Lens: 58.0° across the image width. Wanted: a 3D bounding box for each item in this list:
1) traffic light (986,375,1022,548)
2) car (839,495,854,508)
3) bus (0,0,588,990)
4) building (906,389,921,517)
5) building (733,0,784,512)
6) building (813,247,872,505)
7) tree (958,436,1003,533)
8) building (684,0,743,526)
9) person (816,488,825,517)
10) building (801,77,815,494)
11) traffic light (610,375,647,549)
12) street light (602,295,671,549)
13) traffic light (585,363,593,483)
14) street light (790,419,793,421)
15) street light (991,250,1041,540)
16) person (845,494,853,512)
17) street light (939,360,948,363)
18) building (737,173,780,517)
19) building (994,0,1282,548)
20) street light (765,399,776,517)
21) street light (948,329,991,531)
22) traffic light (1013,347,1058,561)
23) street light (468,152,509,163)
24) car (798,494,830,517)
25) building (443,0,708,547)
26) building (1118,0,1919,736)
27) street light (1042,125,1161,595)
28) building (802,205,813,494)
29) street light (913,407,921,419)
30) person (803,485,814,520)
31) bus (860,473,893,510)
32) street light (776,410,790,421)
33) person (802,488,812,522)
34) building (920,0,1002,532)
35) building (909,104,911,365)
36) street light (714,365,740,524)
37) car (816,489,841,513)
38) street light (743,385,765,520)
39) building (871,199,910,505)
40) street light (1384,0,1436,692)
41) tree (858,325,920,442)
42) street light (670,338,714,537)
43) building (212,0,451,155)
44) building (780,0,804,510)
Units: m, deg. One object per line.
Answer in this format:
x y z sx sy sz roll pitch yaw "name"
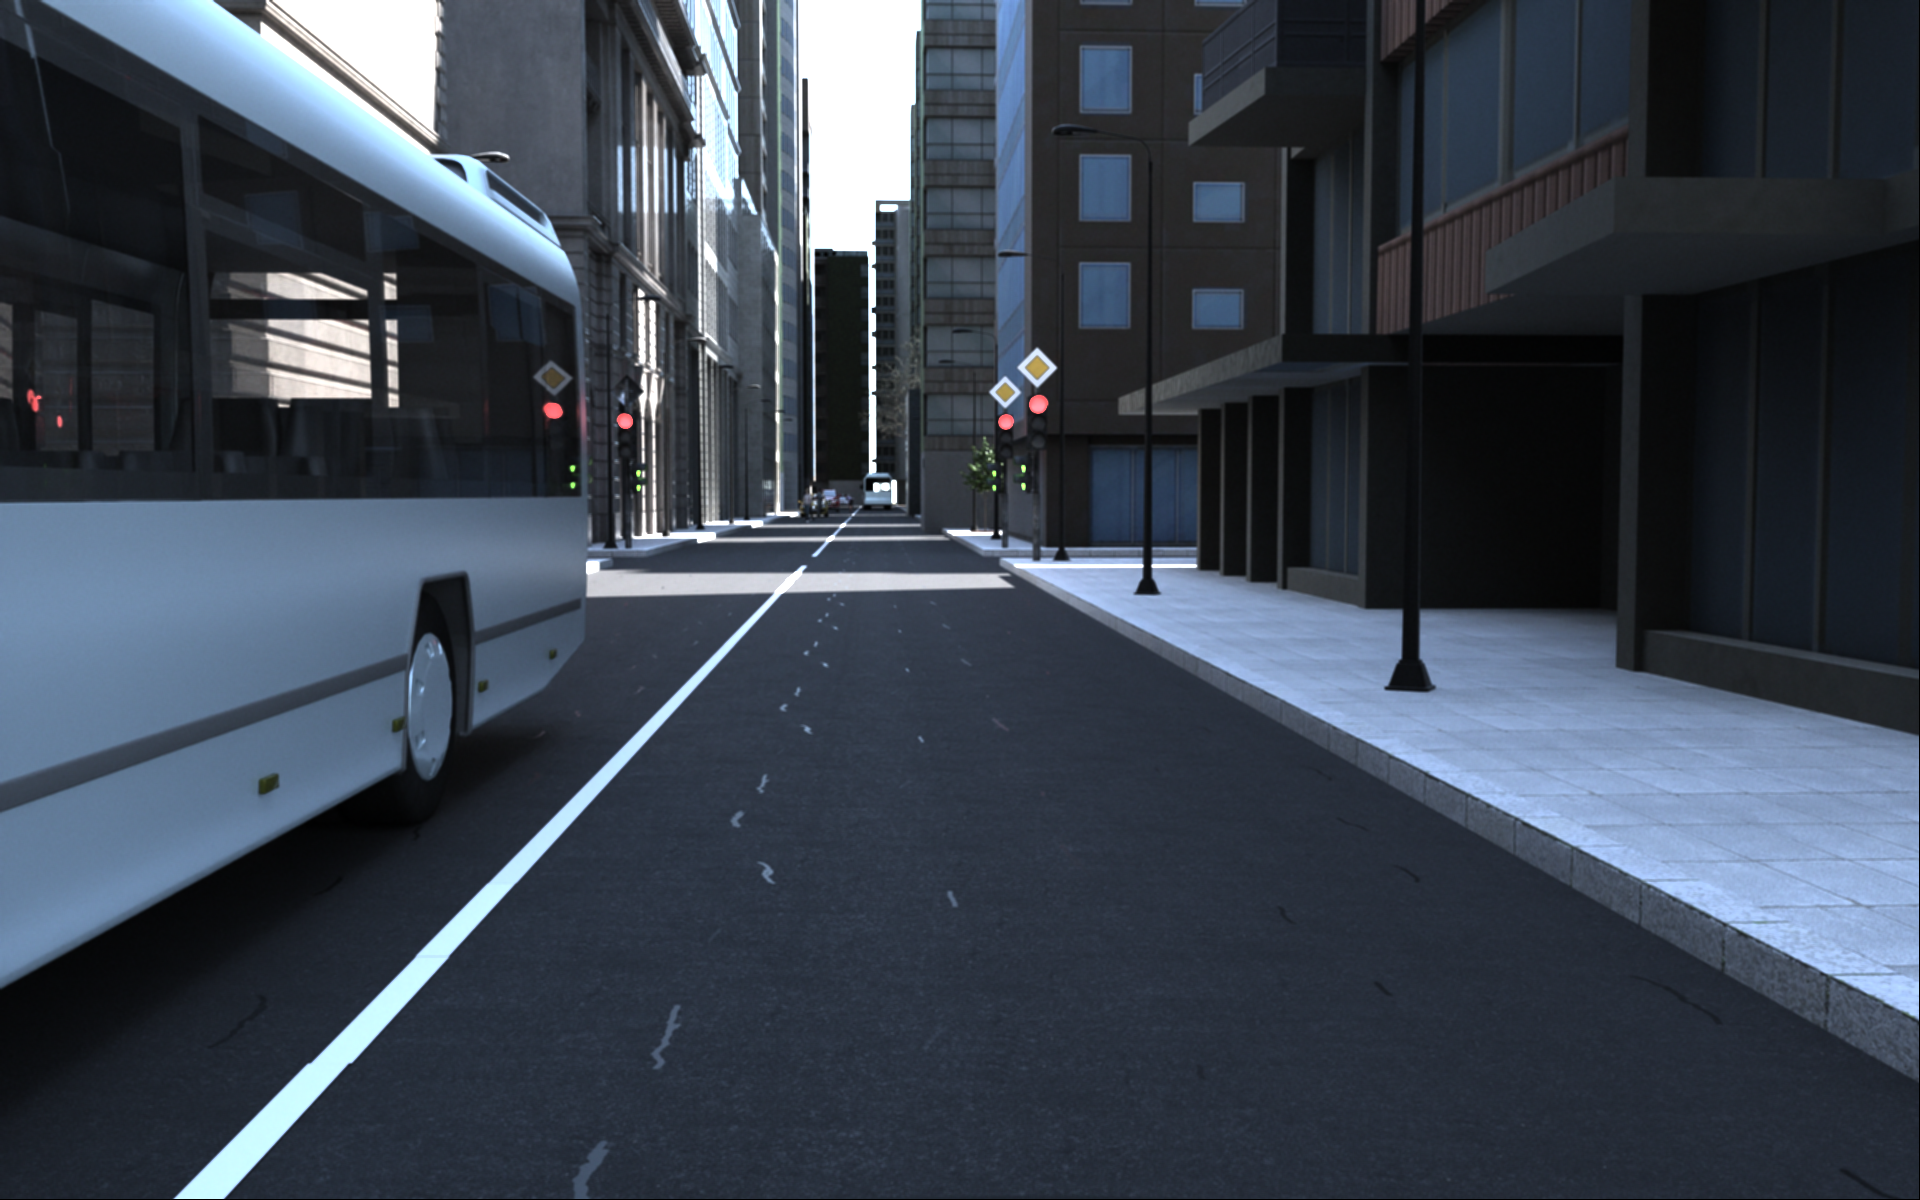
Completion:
1.052 -3.196 41.176 0.839 4.253 0.868 0 4 -3 "traffic light"
-12.040 -10.241 179.801 2.083 1.381 4.827 0 4 -3 "car"
-3.420 -0.577 4.302 2.948 3.499 13.247 0 4 -2 "bus"
8.261 -48.122 99.472 22.319 86.520 31.000 0 4 -3 "building"
-19.933 -26.812 121.971 14.154 41.232 14.086 0 4 -3 "building"
-17.594 -26.551 205.805 14.107 30.474 14.160 0 4 -3 "building"
0.717 -3.851 57.566 1.663 3.219 1.824 0 3 0 "tree"
-16.672 -18.437 78.930 11.434 29.767 29.804 0 4 -3 "building"
-8.540 -5.960 106.123 0.466 1.800 0.511 1 4 10 "person"
-22.752 -32.600 183.122 14.200 45.320 14.600 0 4 -3 "building"
-7.798 -3.168 40.717 0.839 4.253 0.868 0 4 -3 "traffic light"
-7.686 -4.163 40.613 1.470 5.913 1.316 0 4 -3 "street light"
-7.397 -2.680 32.742 0.839 4.253 0.868 0 4 -3 "traffic light"
-11.010 -8.221 106.954 1.470 5.913 1.316 0 4 -3 "street light"
1.418 -3.709 33.186 1.470 5.913 1.316 0 4 -3 "street light"
-8.749 -7.625 136.398 0.697 1.427 0.421 0 4 -2 "person"
-0.036 -5.346 59.952 1.470 5.913 1.316 0 4 -3 "street light"
-16.398 -15.156 102.550 10.420 20.320 16.860 0 4 -3 "building"
8.427 -24.271 46.942 14.200 45.320 14.600 0 4 -3 "building"
-9.918 -6.869 84.853 1.470 5.913 1.316 0 4 -3 "street light"
0.484 -4.663 48.774 1.470 5.913 1.316 0 4 -3 "street light"
1.453 -2.708 33.201 0.839 4.253 0.868 0 4 -3 "traffic light"
-6.832 -3.128 23.691 1.470 5.913 1.316 0 4 -3 "street light"
-9.113 -6.012 108.512 2.015 1.641 3.980 0 4 -3 "car"
-15.357 -12.860 52.058 13.314 21.916 24.055 0 4 -3 "building"
14.251 -22.102 15.995 22.147 44.769 28.867 0 4 -3 "building"
1.858 -3.024 21.984 1.470 5.913 1.316 0 4 -3 "street light"
-21.790 -24.118 166.031 14.160 30.474 14.107 0 4 -3 "building"
-1.634 -7.326 92.316 1.470 5.913 1.316 0 4 -3 "street light"
-8.240 -5.288 94.315 0.648 1.900 0.474 2 4 35 "person"
-7.738 -10.148 160.786 2.948 3.499 13.247 0 4 -4 "bus"
-10.355 -7.542 95.846 1.470 5.913 1.316 0 4 -3 "street light"
-7.691 -4.791 87.500 0.731 1.740 0.598 2 4 34 "person"
5.348 -23.645 70.184 14.154 41.232 14.086 0 4 -3 "building"
2.877 -28.959 157.077 14.154 41.232 14.086 0 4 -3 "building"
-8.830 -5.494 62.367 1.470 5.913 1.316 0 4 -3 "street light"
-10.490 -7.804 136.265 2.281 1.827 5.304 0 4 -4 "car"
-9.240 -6.210 74.072 1.470 5.913 1.316 0 4 -3 "street light"
0.960 -32.047 215.843 23.993 40.220 32.217 0 4 -3 "building"
2.421 -2.364 11.197 1.470 5.913 1.316 0 4 -3 "street light"
-2.149 -12.961 122.278 12.009 13.543 11.850 0 3 0 "tree"
-8.227 -4.834 51.583 1.470 5.913 1.316 0 4 -3 "street light"
-18.541 -12.092 26.583 19.941 23.489 11.050 0 4 -3 "building"
-24.181 -36.781 143.373 21.231 58.520 28.212 0 4 -3 "building"
